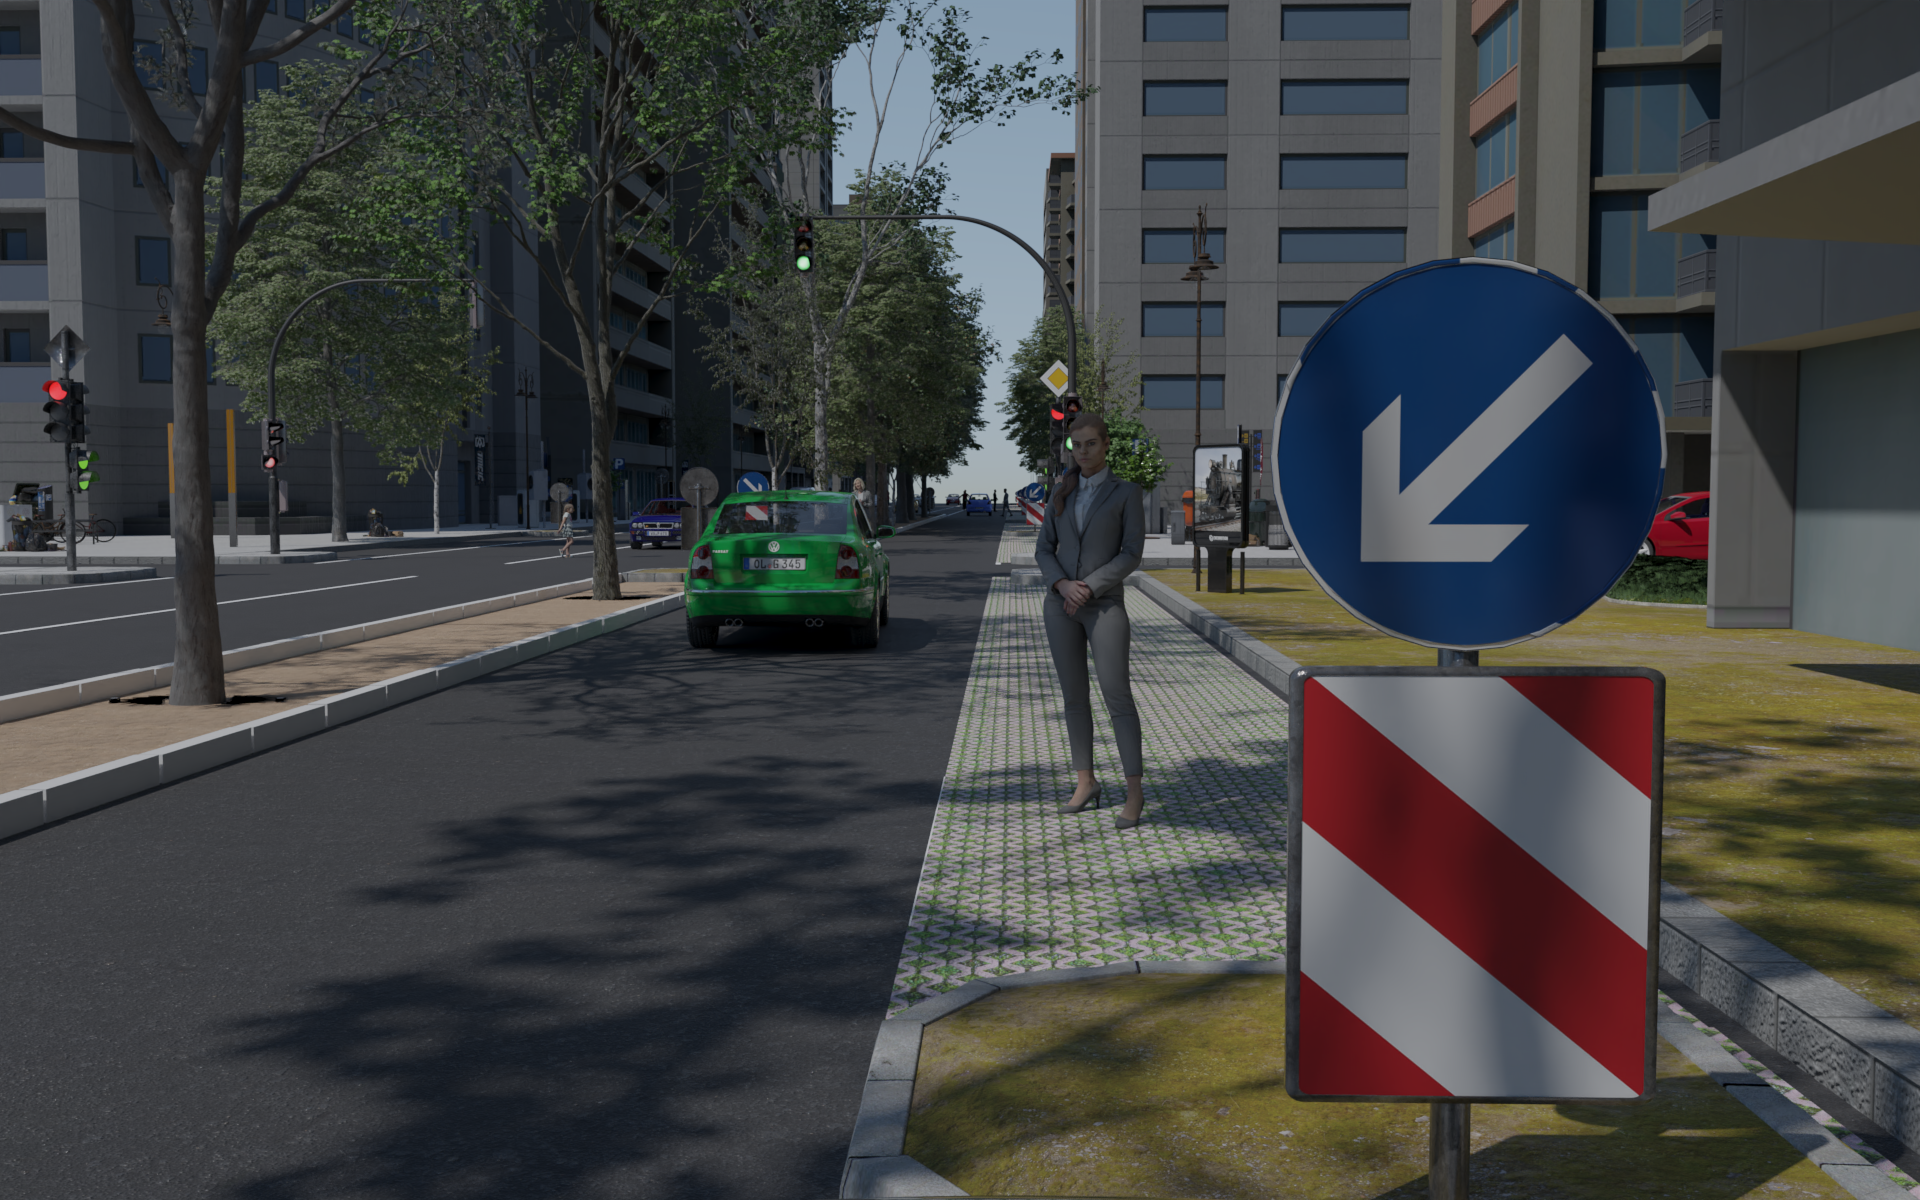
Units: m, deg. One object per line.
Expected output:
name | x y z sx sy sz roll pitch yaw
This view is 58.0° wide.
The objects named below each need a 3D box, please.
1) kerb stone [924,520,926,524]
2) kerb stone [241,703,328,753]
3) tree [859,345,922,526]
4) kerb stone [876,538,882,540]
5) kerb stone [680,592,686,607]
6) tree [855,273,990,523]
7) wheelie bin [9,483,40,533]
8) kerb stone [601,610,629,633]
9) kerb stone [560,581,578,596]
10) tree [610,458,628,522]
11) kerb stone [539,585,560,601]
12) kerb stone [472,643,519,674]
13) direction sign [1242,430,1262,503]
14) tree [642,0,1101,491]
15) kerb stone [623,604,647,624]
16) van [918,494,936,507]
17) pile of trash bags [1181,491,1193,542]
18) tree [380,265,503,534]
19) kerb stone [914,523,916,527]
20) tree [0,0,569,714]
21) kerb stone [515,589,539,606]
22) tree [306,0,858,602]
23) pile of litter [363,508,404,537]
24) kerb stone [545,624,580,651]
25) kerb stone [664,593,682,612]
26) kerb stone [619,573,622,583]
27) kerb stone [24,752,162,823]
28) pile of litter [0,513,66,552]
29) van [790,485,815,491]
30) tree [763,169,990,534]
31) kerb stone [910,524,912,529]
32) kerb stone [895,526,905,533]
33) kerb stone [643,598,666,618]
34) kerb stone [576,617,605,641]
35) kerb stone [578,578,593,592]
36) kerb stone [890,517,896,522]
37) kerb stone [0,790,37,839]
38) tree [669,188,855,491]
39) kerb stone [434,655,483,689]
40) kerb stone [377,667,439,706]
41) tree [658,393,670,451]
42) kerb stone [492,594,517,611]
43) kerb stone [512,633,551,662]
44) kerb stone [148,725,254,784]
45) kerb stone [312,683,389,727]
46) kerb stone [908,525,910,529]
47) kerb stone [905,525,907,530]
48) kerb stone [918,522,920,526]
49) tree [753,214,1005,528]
kerb stone | -1.816 -3.618 81.344 0.120 0.150 1.000 0 4 2
kerb stone | -3.954 0.748 10.086 0.120 0.150 1.000 0 4 2
tree | -2.992 -7.597 77.032 4.737 8.622 4.395 0 3 0
kerb stone | -2.557 -2.111 56.711 0.120 0.150 1.000 0 4 2
kerb stone | -3.585 -0.012 22.400 0.120 0.150 1.000 0 4 2
tree | -2.703 -11.320 94.189 9.857 13.997 8.962 0 3 0
wheelie bin | -26.460 -2.530 49.271 0.693 1.594 0.980 3 4 38
kerb stone | -3.700 0.238 18.299 0.120 0.150 1.000 0 4 2
kerb stone | -5.621 -0.141 24.510 0.120 0.150 1.000 0 4 2
tree | -16.347 -5.190 79.458 1.663 3.219 1.824 0 3 0
kerb stone | -5.655 -0.079 23.488 0.120 0.150 1.000 0 4 2
kerb stone | -3.835 0.491 14.194 0.120 0.150 1.000 0 4 2
direction sign | 10.306 -4.244 61.379 0.876 3.537 0.379 3 5 42
tree | -2.805 -11.635 48.574 12.611 20.169 13.585 0 3 0
kerb stone | -3.682 0.176 19.326 0.120 0.150 1.000 0 4 2
van | -3.551 -11.000 186.863 2.013 2.044 4.112 0 4 1
pile of trash bags | 6.803 -2.257 46.659 1.912 1.369 3.447 2 4 30
tree | -16.832 -6.437 55.601 4.737 8.622 4.395 0 3 0
kerb stone | -2.063 -3.115 73.128 0.120 0.150 1.000 0 4 2
tree | -5.226 -6.039 11.558 12.009 13.543 11.850 0 3 0
kerb stone | -5.682 -0.016 22.453 0.120 0.150 1.000 0 4 2
tree | -4.876 -5.807 23.160 9.928 11.665 9.643 0 3 0
pile of litter | -17.331 -2.331 52.072 1.176 0.858 1.719 -2 4 -23
kerb stone | -3.774 0.364 16.241 0.120 0.150 1.000 0 4 2
kerb stone | -3.618 0.050 21.373 0.120 0.150 1.000 0 4 2
kerb stone | -5.526 -0.330 27.595 0.120 0.150 1.000 0 4 2
kerb stone | -4.020 0.868 8.037 0.120 0.150 1.000 0 4 2
pile of litter | -20.883 -1.521 38.830 1.719 0.858 1.176 2 4 25
van | -9.241 -5.711 100.390 2.013 2.044 4.112 0 4 2
tree | -3.016 -8.507 59.667 7.486 12.596 7.792 0 3 0
kerb stone | -2.150 -2.924 70.061 0.120 0.150 1.000 0 4 2
kerb stone | -2.274 -2.675 65.961 0.120 0.150 1.000 0 4 2
kerb stone | -3.648 0.113 20.347 0.120 0.150 1.000 0 4 2
kerb stone | -3.746 0.301 17.268 0.120 0.150 1.000 0 4 2
kerb stone | -5.603 -0.197 25.532 0.120 0.150 1.000 0 4 2
kerb stone | -3.550 -4.366 93.722 0.120 0.150 1.000 0 4 2
kerb stone | -4.050 0.930 7.013 0.120 0.150 1.000 0 4 2
tree | -4.322 -5.356 40.398 4.360 8.622 3.978 0 3 0
kerb stone | -3.862 0.558 13.168 0.120 0.150 1.000 0 4 2
kerb stone | -3.897 0.615 12.146 0.120 0.150 1.000 0 4 2
tree | -15.021 -9.135 99.721 4.360 8.622 3.978 0 3 0
kerb stone | -5.721 0.049 21.429 0.120 0.150 1.000 0 4 2
kerb stone | -3.806 0.429 15.217 0.120 0.150 1.000 0 4 2
kerb stone | -3.985 0.808 9.062 0.120 0.150 1.000 0 4 2
kerb stone | -3.924 0.681 11.120 0.120 0.150 1.000 0 4 2
kerb stone | -2.191 -2.865 69.040 0.120 0.150 1.000 0 4 2
kerb stone | -2.245 -2.736 66.983 0.120 0.150 1.000 0 4 2
kerb stone | -1.970 -3.303 76.199 0.120 0.150 1.000 0 4 2
tree | -3.069 -9.103 68.300 9.611 12.733 9.660 0 3 0
